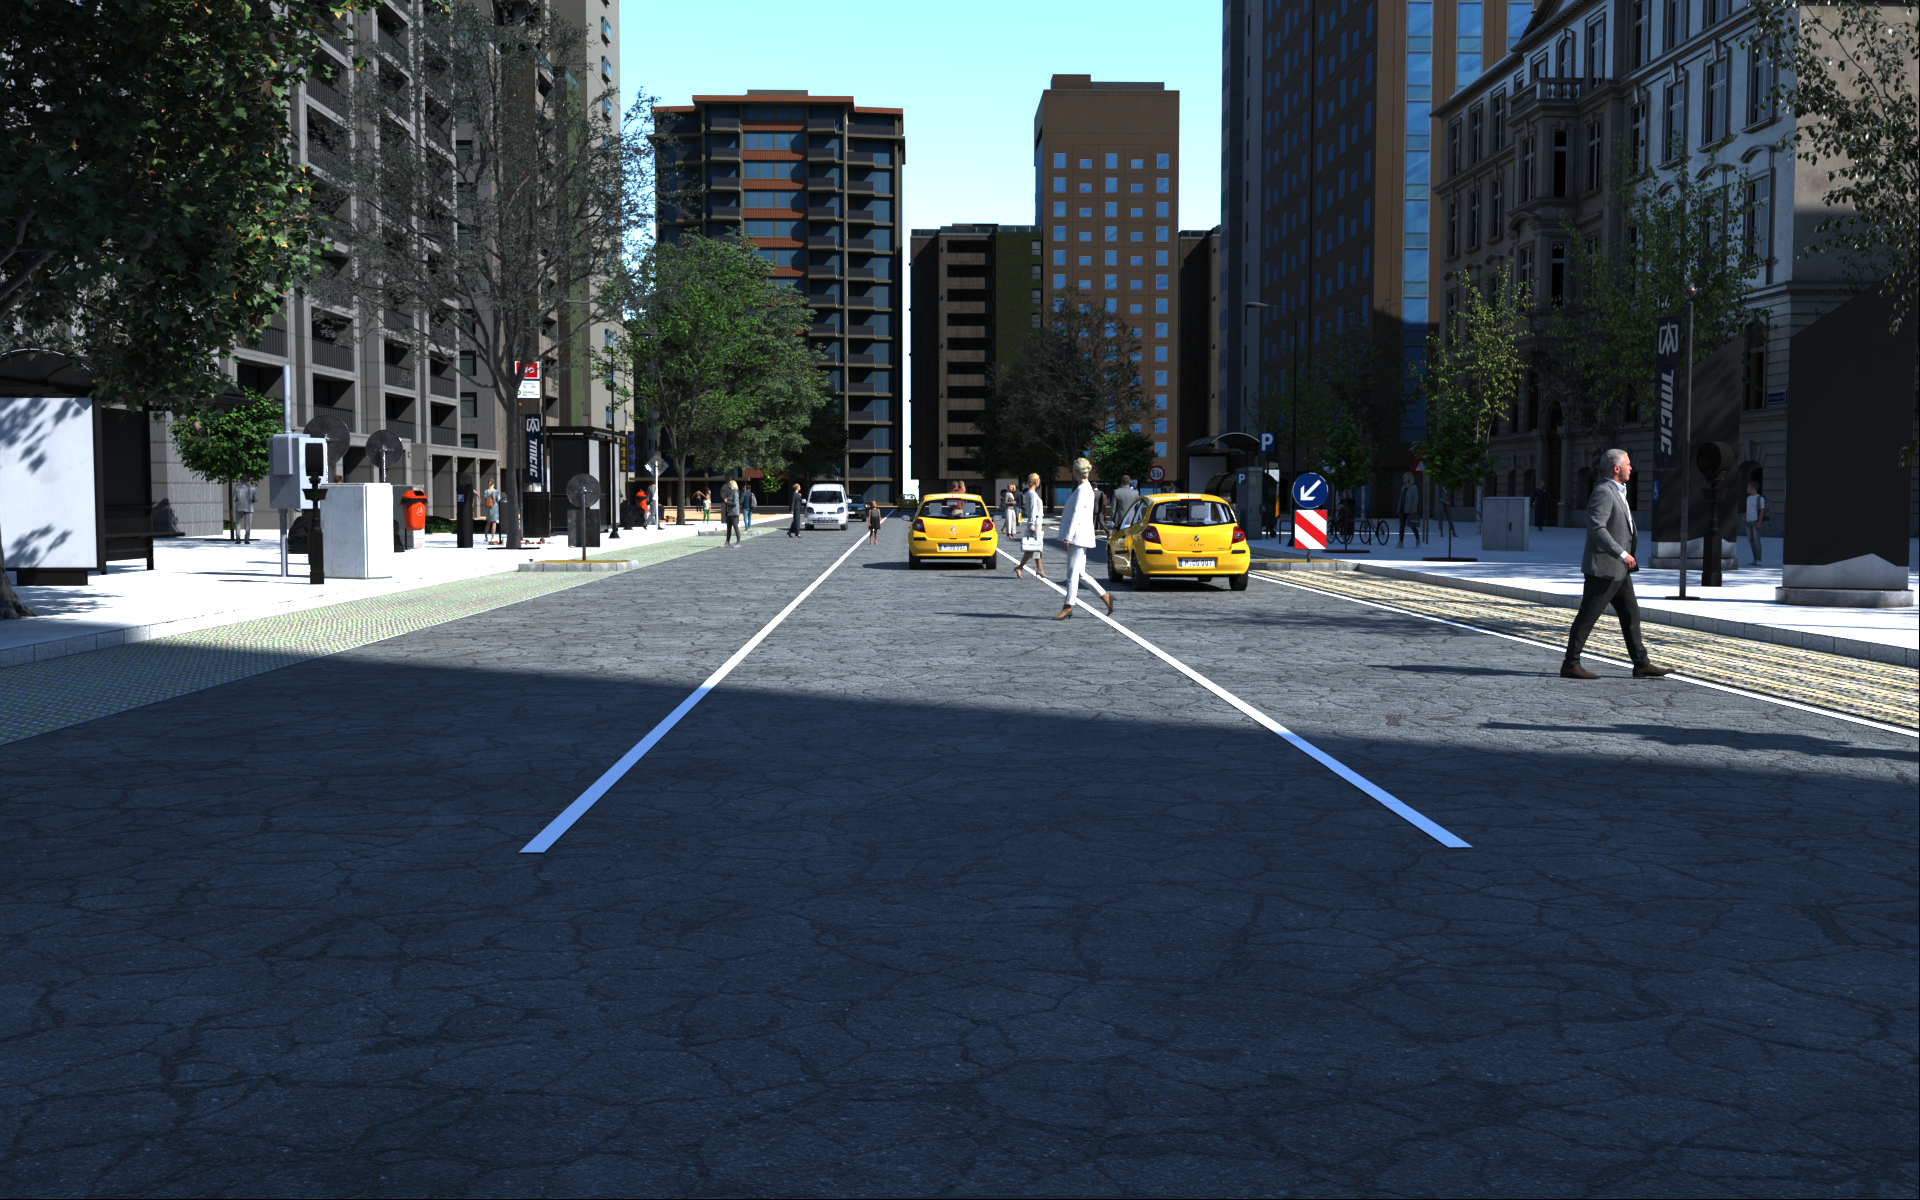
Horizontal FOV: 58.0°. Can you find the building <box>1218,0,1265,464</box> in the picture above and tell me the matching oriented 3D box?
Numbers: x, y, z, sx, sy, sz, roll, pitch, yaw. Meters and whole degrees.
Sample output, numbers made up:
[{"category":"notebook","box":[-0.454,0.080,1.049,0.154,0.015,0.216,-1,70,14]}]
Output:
[{"category":"building","box":[30.513,-36.044,131.322,21.231,58.520,28.212,0,4,-2]}]

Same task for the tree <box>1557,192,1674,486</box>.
[{"category":"tree","box":[17.504,-5.568,41.401,4.360,8.622,3.978,0,3,0]}]

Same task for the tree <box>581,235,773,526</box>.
[{"category":"tree","box":[-11.461,-8.853,70.507,9.928,11.665,9.643,0,3,0]}]

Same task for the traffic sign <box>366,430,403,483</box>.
[{"category":"traffic sign","box":[-11.388,-2.089,34.261,0.768,2.556,0.104,0,4,6]}]

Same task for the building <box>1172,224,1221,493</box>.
[{"category":"building","box":[30.065,-25.489,188.443,14.107,30.474,14.160,0,4,-2]}]

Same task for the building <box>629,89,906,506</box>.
[{"category":"building","box":[-20.401,-32.778,190.545,28.867,44.769,22.147,0,4,-2]}]

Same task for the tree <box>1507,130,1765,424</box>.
[{"category":"tree","box":[13.938,-5.138,34.373,4.737,8.622,4.395,0,3,0]}]

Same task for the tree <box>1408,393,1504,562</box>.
[{"category":"tree","box":[9.541,-2.359,33.164,1.663,3.219,1.824,0,3,0]}]

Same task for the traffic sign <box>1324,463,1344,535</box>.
[{"category":"traffic sign","box":[11.601,-3.288,53.861,0.768,2.556,0.104,0,4,-1]}]

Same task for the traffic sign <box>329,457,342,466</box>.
[{"category":"traffic sign","box":[-11.637,-1.934,31.727,0.768,2.556,0.104,0,4,4]}]

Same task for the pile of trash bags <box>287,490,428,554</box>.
[{"category":"pile of trash bags","box":[-13.086,-1.744,38.264,1.912,1.369,3.447,2,4,26]}]

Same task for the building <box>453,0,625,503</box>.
[{"category":"building","box":[-38.241,-31.134,132.740,21.600,48.544,21.300,0,4,-2]}]

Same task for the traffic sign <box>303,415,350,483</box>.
[{"category":"traffic sign","box":[-10.161,-1.693,27.783,0.768,2.556,0.104,0,4,0]}]

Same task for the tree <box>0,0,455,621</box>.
[{"category":"tree","box":[-10.093,-6.140,17.403,9.611,12.733,9.660,0,3,0]}]

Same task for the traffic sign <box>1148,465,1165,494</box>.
[{"category":"traffic sign","box":[8.599,-4.630,75.806,0.768,2.556,0.104,0,4,1]}]

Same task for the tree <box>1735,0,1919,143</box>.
[{"category":"tree","box":[9.546,-4.005,15.843,4.360,8.622,3.978,0,3,0]}]

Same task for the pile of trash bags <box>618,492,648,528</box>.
[{"category":"pile of trash bags","box":[-13.072,-3.546,67.724,1.912,1.369,3.447,1,4,16]}]

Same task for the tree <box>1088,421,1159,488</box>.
[{"category":"tree","box":[7.409,-5.783,78.258,4.285,4.588,4.351,0,3,0]}]

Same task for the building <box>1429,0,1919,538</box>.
[{"category":"building","box":[28.687,-15.153,66.843,14.460,24.649,34.723,0,4,-2]}]

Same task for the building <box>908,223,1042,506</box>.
[{"category":"building","box":[1.481,-25.442,187.684,14.107,30.474,14.160,0,4,-2]}]

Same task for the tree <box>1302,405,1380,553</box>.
[{"category":"tree","box":[8.331,-2.649,37.911,1.663,3.219,1.824,0,3,0]}]

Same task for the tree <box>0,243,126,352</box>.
[{"category":"tree","box":[-19.743,-5.414,38.884,4.360,8.622,3.978,0,3,0]}]

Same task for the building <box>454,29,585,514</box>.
[{"category":"building","box":[-32.649,-20.791,111.638,14.160,30.474,14.107,0,4,-2]}]

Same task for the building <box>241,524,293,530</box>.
[{"category":"building","box":[-34.464,-38.651,70.199,20.563,71.187,20.611,0,4,-2]}]

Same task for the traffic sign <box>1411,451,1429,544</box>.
[{"category":"traffic sign","box":[11.921,-2.699,44.125,0.884,2.594,0.081,0,4,6]}]

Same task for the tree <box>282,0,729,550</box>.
[{"category":"tree","box":[-10.428,-7.921,39.874,12.009,13.543,11.850,0,3,0]}]

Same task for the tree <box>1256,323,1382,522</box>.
[{"category":"tree","box":[16.147,-7.608,74.756,4.737,8.622,4.395,0,3,0]}]

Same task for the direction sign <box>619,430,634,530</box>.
[{"category":"direction sign","box":[-11.908,-4.280,61.972,0.379,3.537,0.876,1,4,23]}]

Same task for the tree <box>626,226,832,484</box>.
[{"category":"tree","box":[-10.873,-10.748,82.377,9.857,13.997,8.962,0,3,0]}]

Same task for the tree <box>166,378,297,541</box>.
[{"category":"tree","box":[-20.062,-3.921,47.818,4.285,4.588,4.351,0,3,0]}]

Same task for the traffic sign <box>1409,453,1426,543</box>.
[{"category":"traffic sign","box":[12.257,-2.796,45.717,0.884,2.594,0.081,0,4,6]}]

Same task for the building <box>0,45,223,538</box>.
[{"category":"building","box":[-33.184,-30.352,38.258,21.231,58.520,28.212,0,4,-2]}]

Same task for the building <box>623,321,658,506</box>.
[{"category":"building","box":[-49.686,-21.327,193.737,28.899,21.520,27.650,0,4,-2]}]

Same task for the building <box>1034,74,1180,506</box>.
[{"category":"building","box":[15.607,-32.925,188.440,14.200,45.320,14.600,0,4,-2]}]

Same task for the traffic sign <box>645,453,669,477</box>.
[{"category":"traffic sign","box":[-9.840,-3.449,56.128,0.795,2.593,0.064,0,4,3]}]

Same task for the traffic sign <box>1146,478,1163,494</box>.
[{"category":"traffic sign","box":[9.213,-5.040,82.401,0.884,2.594,0.081,0,4,6]}]

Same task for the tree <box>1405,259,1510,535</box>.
[{"category":"tree","box":[16.395,-6.387,54.797,4.737,8.622,4.395,0,3,0]}]

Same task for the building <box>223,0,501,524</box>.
[{"category":"building","box":[-36.215,-39.964,91.661,20.563,71.187,20.611,0,4,-2]}]

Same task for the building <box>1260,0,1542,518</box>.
[{"category":"building","box":[27.609,-28.156,110.467,14.600,45.320,14.200,0,4,-2]}]

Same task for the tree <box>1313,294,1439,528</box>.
[{"category":"tree","box":[15.273,-6.973,64.365,4.360,8.622,3.978,0,3,0]}]

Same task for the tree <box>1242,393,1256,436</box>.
[{"category":"tree","box":[15.605,-8.034,81.722,4.737,8.622,4.395,0,3,0]}]

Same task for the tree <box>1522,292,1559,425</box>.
[{"category":"tree","box":[17.997,-6.002,48.495,4.360,8.622,3.978,0,3,0]}]
